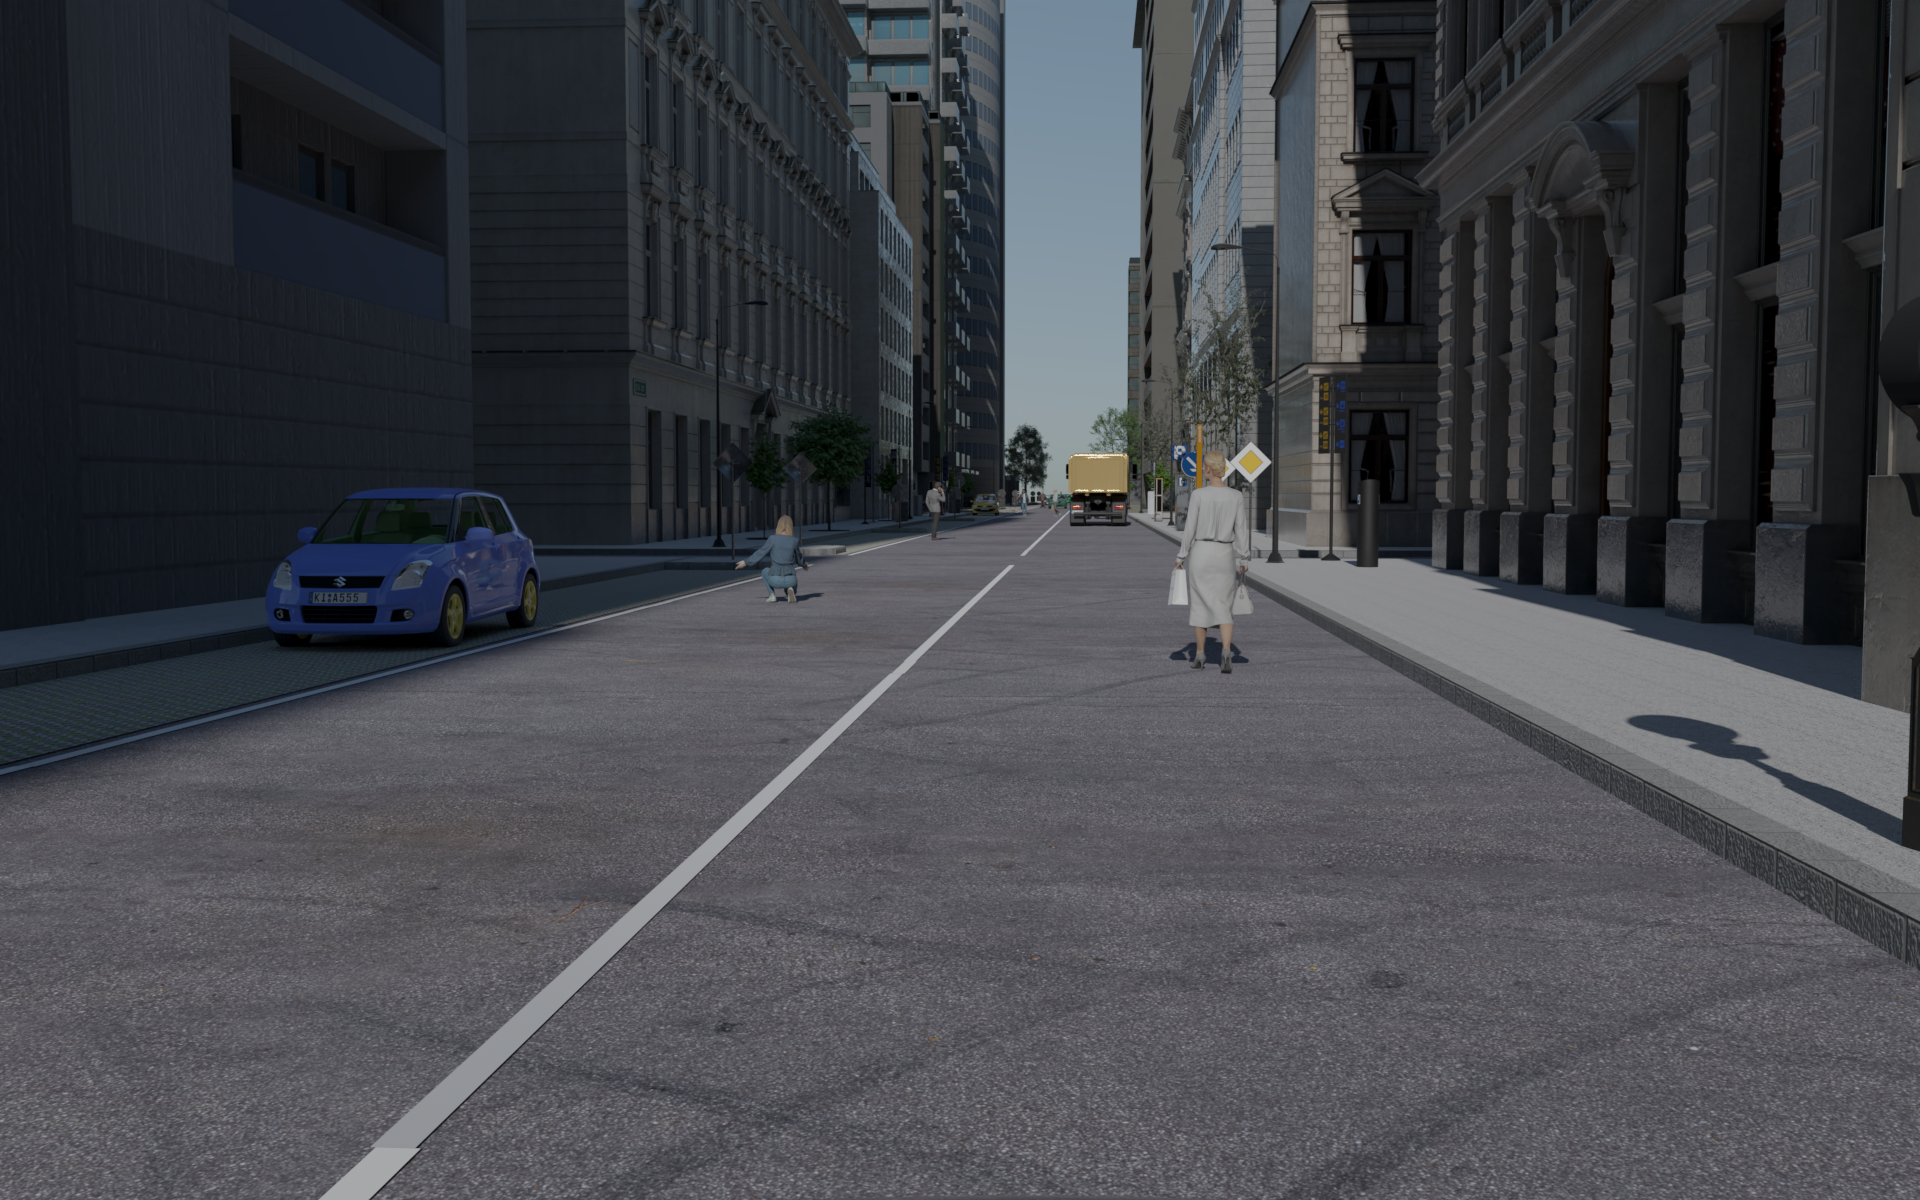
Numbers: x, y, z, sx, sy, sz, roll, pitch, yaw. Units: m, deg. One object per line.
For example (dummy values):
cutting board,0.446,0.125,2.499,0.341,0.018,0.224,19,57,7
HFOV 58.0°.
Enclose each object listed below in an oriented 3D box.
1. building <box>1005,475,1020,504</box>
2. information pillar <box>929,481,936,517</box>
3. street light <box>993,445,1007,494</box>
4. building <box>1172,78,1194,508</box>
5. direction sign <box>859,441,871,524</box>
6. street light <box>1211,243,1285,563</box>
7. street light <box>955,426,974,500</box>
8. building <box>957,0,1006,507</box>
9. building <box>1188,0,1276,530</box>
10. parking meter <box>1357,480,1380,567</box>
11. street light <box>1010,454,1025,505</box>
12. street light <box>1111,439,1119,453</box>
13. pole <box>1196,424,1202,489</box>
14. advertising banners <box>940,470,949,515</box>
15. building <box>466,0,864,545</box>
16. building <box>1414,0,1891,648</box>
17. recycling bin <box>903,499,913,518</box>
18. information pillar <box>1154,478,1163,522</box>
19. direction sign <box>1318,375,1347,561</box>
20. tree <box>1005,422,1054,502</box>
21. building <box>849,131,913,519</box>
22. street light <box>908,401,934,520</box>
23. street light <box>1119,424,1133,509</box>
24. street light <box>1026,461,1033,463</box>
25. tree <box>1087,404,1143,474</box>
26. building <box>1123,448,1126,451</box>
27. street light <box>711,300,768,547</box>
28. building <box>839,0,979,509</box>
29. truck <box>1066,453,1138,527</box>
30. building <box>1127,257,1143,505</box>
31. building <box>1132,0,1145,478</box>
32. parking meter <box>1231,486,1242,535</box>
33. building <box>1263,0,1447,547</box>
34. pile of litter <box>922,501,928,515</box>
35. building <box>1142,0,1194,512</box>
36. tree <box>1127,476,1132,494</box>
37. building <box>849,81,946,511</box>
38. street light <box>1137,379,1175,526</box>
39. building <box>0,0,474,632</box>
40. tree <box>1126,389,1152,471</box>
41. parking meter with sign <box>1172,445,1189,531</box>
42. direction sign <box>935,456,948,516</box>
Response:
building,-1.533,-50.018,256.040,20.563,71.187,20.611,0,4,4
information pillar,-1.544,-5.715,97.929,0.304,2.012,0.304,3,4,37
street light,3.733,-11.683,163.564,1.470,5.913,1.316,0,4,4
building,19.977,-19.288,102.752,14.401,28.519,23.554,0,4,4
direction sign,-4.034,-4.990,73.576,0.379,3.537,0.876,2,4,33
street light,5.343,-3.649,32.201,1.470,5.913,1.316,0,4,4
street light,0.260,-8.898,118.025,1.470,5.913,1.316,0,4,4
building,-6.544,-38.804,176.441,21.231,58.520,28.212,0,4,4
building,16.475,-18.239,75.701,11.434,29.767,29.804,0,4,4
parking meter,7.166,-1.346,30.415,0.372,1.533,0.369,0,3,0
street light,6.451,-13.969,200.939,1.470,5.913,1.316,0,4,4
street light,13.729,-10.611,146.025,1.470,5.913,1.316,0,4,4
pole,6.999,-3.479,50.719,0.158,3.312,0.155,0,3,0
advertising banners,-1.016,-6.885,108.762,0.090,3.025,2.074,-1,4,-16
building,-14.528,-17.617,64.455,17.030,29.872,44.131,0,4,4
building,12.423,-11.707,20.292,11.050,23.489,19.941,0,4,4
recycling bin,-2.981,-4.940,93.331,0.722,1.027,0.722,-2,4,-28
information pillar,9.227,-4.653,80.576,0.304,2.012,0.304,-1,4,-12
direction sign,7.155,-2.527,33.318,0.379,3.537,0.876,-2,4,-23
tree,10.459,-21.924,275.464,9.611,12.733,9.660,0,3,0
building,-8.629,-14.736,95.678,10.420,20.320,16.860,0,4,4
street light,-1.998,-7.001,87.006,1.470,5.913,1.316,0,4,4
street light,11.542,-8.736,115.368,1.470,5.913,1.316,0,4,4
street light,9.730,-16.742,246.278,1.470,5.913,1.316,0,4,4
tree,18.558,-16.789,200.258,9.928,11.665,9.643,0,3,0
building,33.620,-56.249,232.349,22.319,86.520,31.000,0,4,4
street light,-5.289,-4.228,41.668,1.470,5.913,1.316,0,4,4
building,-10.791,-32.283,147.435,23.786,49.044,30.456,0,4,4
truck,6.483,-5.155,80.209,3.469,3.379,9.791,0,4,6
building,27.464,-26.906,211.607,14.160,30.474,14.107,0,4,4
building,32.050,-35.827,175.002,28.713,52.752,27.495,0,4,4
parking meter,8.754,-2.842,54.873,0.372,1.533,0.369,0,3,0
building,17.811,-11.067,45.572,19.286,19.102,10.561,0,4,4
pile of litter,-2.680,-6.017,112.346,1.176,0.858,1.719,0,4,3
building,25.431,-31.304,135.516,21.300,48.544,21.600,0,4,4
tree,15.323,-10.026,158.529,1.663,3.219,1.824,0,3,0
building,-8.606,-21.617,125.143,14.160,30.474,14.107,0,4,4
street light,8.023,-5.964,70.046,1.470,5.913,1.316,0,4,4
building,-22.400,-29.464,23.740,28.212,58.520,21.231,0,4,4
tree,13.613,-10.379,120.055,4.360,8.622,3.978,0,3,0
parking meter with sign,7.724,-3.927,60.473,0.543,3.016,1.738,0,4,3
direction sign,-1.112,-6.830,103.665,0.876,3.537,0.379,-2,4,-27
